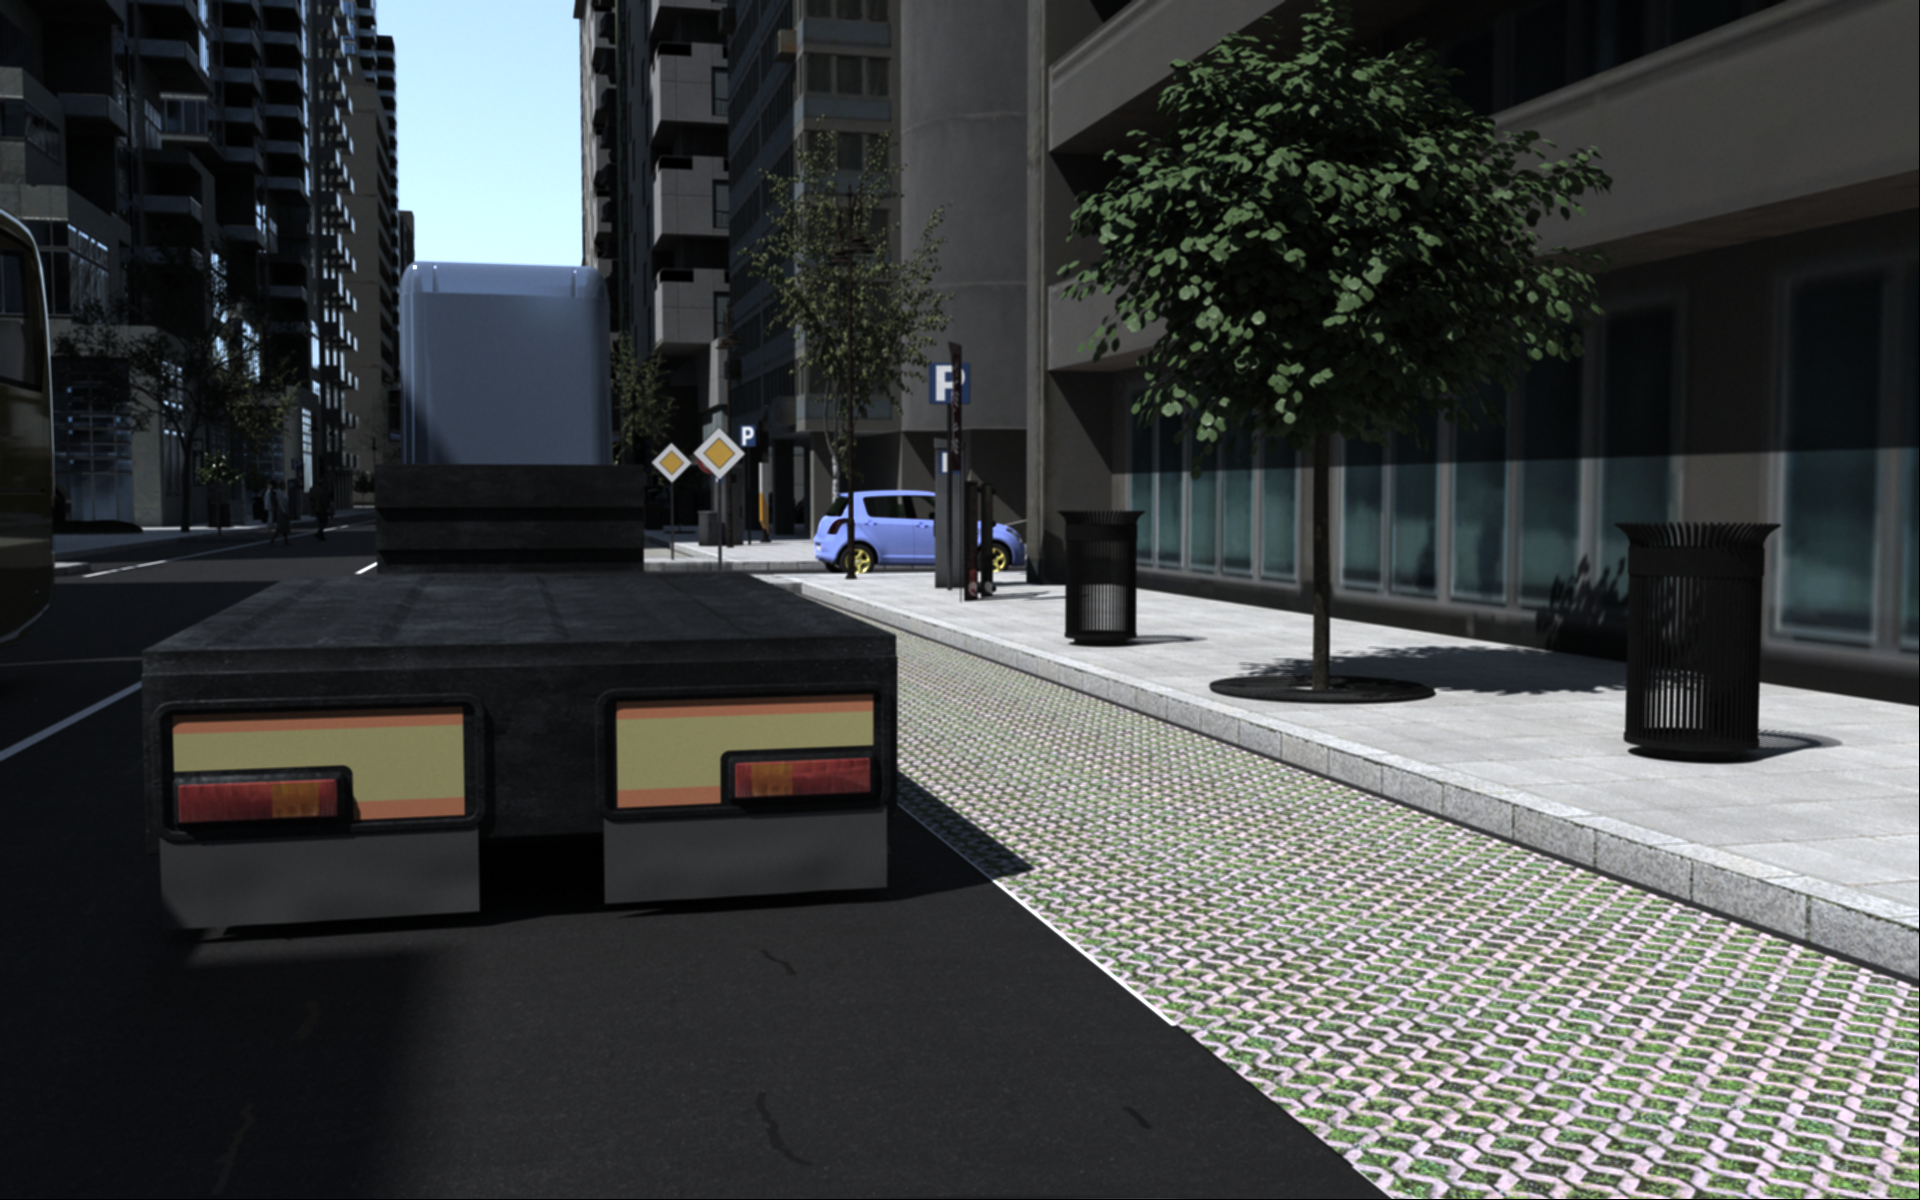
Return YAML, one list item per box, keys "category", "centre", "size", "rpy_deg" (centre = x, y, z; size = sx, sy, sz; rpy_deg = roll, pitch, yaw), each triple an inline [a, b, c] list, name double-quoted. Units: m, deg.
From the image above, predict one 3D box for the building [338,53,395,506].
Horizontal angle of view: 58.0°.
- category: "building"
  centre: [-75.164, -34.820, 193.015]
  size: [21.300, 48.544, 21.600]
  rpy_deg: [-1, 4, -14]

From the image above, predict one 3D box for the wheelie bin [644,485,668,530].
- category: "wheelie bin"
  centre: [-10.940, -3.312, 62.051]
  size: [0.980, 1.594, 0.693]
  rpy_deg: [-1, 4, -10]

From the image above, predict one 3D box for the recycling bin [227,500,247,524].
- category: "recycling bin"
  centre: [-30.839, -3.751, 73.888]
  size: [0.722, 1.027, 0.722]
  rpy_deg: [-1, 4, -18]

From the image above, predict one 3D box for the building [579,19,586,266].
- category: "building"
  centre: [-41.254, -48.333, 228.500]
  size: [20.563, 71.187, 20.611]
  rpy_deg: [-1, 4, -14]

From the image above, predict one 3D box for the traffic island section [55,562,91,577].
- category: "traffic island section"
  centre: [-16.804, -0.526, 30.874]
  size: [2.009, 0.180, 2.903]
  rpy_deg: [-1, 4, -14]

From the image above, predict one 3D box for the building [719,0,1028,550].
- category: "building"
  centre: [5.402, -22.190, 54.686]
  size: [23.993, 40.220, 32.217]
  rpy_deg: [-1, 4, -14]

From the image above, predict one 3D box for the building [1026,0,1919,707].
- category: "building"
  centre: [13.898, -24.003, 16.155]
  size: [21.300, 48.544, 21.600]
  rpy_deg: [-1, 4, -14]

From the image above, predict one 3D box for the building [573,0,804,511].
- category: "building"
  centre: [-22.100, -35.410, 168.195]
  size: [28.713, 52.752, 27.495]
  rpy_deg: [-1, 4, -14]

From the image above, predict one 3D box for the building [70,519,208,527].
- category: "building"
  centre: [-45.446, -46.707, 76.334]
  size: [22.319, 86.520, 31.000]
  rpy_deg: [-1, 4, -14]

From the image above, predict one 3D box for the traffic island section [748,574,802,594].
- category: "traffic island section"
  centre: [-3.582, -0.229, 26.025]
  size: [2.009, 0.180, 2.903]
  rpy_deg: [-1, 4, -14]

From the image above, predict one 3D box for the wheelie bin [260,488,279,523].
- category: "wheelie bin"
  centre: [-30.645, -4.226, 77.005]
  size: [0.693, 1.594, 0.980]
  rpy_deg: [0, 4, -1]

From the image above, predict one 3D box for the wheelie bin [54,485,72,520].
- category: "wheelie bin"
  centre: [-30.145, -3.057, 57.891]
  size: [0.693, 1.594, 0.980]
  rpy_deg: [0, 4, -8]

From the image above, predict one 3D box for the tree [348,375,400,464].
- category: "tree"
  centre: [-57.541, -16.357, 177.802]
  size: [12.009, 13.543, 11.850]
  rpy_deg: [0, 3, 0]

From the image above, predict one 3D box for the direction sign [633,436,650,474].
- category: "direction sign"
  centre: [-12.471, -4.640, 67.854]
  size: [0.379, 3.537, 0.876]
  rpy_deg: [3, 4, 37]

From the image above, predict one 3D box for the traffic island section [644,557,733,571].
- category: "traffic island section"
  centre: [-5.579, -0.702, 33.757]
  size: [2.009, 0.180, 2.903]
  rpy_deg: [-1, 4, -14]

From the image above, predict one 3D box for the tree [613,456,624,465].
- category: "tree"
  centre: [-17.175, -5.636, 86.748]
  size: [1.663, 3.219, 1.824]
  rpy_deg: [0, 3, 0]

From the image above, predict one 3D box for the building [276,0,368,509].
- category: "building"
  centre: [-62.792, -32.079, 144.101]
  size: [23.786, 49.044, 30.456]
  rpy_deg: [-1, 4, -14]

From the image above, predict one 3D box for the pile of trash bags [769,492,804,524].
- category: "pile of trash bags"
  centre: [-7.772, -4.371, 81.225]
  size: [1.912, 1.369, 3.447]
  rpy_deg: [-3, 5, -43]

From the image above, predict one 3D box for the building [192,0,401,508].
- category: "building"
  centre: [-80.903, -55.341, 217.488]
  size: [22.319, 86.520, 31.000]
  rpy_deg: [-1, 4, -14]

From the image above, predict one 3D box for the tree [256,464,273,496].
- category: "tree"
  centre: [-40.024, -6.335, 98.178]
  size: [1.663, 3.219, 1.824]
  rpy_deg: [0, 3, 0]

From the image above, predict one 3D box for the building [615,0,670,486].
- category: "building"
  centre: [-16.432, -26.616, 118.761]
  size: [14.154, 41.232, 14.086]
  rpy_deg: [-1, 4, -14]

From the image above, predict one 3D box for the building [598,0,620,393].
- category: "building"
  centre: [-17.550, -29.717, 140.502]
  size: [22.147, 44.769, 28.867]
  rpy_deg: [-1, 4, -14]

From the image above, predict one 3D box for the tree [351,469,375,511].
- category: "tree"
  centre: [-45.228, -8.375, 131.525]
  size: [1.663, 3.219, 1.824]
  rpy_deg: [0, 3, 0]

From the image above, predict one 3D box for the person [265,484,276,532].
- category: "person"
  centre: [-26.276, -3.506, 66.005]
  size: [0.419, 1.800, 0.721]
  rpy_deg: [-2, 4, -31]

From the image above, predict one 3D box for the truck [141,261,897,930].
- category: "truck"
  centre: [-3.797, -1.524, 14.670]
  size: [2.967, 4.110, 18.799]
  rpy_deg: [-1, 4, -15]

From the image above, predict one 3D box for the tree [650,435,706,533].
- category: "tree"
  centre: [-9.088, -3.802, 56.761]
  size: [1.663, 3.219, 1.824]
  rpy_deg: [0, 3, 0]

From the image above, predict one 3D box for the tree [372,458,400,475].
- category: "tree"
  centre: [-51.905, -10.643, 157.719]
  size: [4.285, 4.588, 4.351]
  rpy_deg: [0, 3, 0]

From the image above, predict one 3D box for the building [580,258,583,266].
- category: "building"
  centre: [-42.278, -34.339, 253.321]
  size: [32.217, 40.220, 23.993]
  rpy_deg: [-1, 4, -14]

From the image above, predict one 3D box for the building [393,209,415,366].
- category: "building"
  centre: [-83.424, -34.122, 241.485]
  size: [14.154, 41.232, 14.086]
  rpy_deg: [-1, 4, -14]

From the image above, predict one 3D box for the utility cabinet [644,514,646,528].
- category: "utility cabinet"
  centre: [-11.728, -3.300, 65.115]
  size: [1.020, 1.237, 0.306]
  rpy_deg: [-2, 4, -30]

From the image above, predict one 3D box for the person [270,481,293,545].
- category: "person"
  centre: [-18.979, -2.424, 48.360]
  size: [0.641, 1.798, 0.478]
  rpy_deg: [0, 4, 8]

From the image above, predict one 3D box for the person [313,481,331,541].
- category: "person"
  centre: [-19.602, -2.740, 53.217]
  size: [0.656, 1.842, 0.836]
  rpy_deg: [0, 4, 5]

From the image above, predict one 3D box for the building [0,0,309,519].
- category: "building"
  centre: [-53.914, -48.949, 112.993]
  size: [22.319, 86.520, 31.000]
  rpy_deg: [-1, 4, -14]

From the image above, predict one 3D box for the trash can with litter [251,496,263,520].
- category: "trash can with litter"
  centre: [-35.366, -4.626, 87.016]
  size: [0.624, 1.170, 1.055]
  rpy_deg: [-2, 4, -29]

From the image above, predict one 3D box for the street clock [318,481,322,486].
- category: "street clock"
  centre: [-36.269, -5.740, 98.426]
  size: [0.471, 2.002, 0.358]
  rpy_deg: [3, 5, 44]

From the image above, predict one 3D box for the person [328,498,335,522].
- category: "person"
  centre: [-32.074, -4.599, 88.370]
  size: [0.352, 1.250, 0.332]
  rpy_deg: [0, 4, 3]

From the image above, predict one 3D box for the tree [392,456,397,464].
- category: "tree"
  centre: [-61.060, -14.805, 192.423]
  size: [4.737, 8.622, 4.395]
  rpy_deg: [0, 3, 0]
